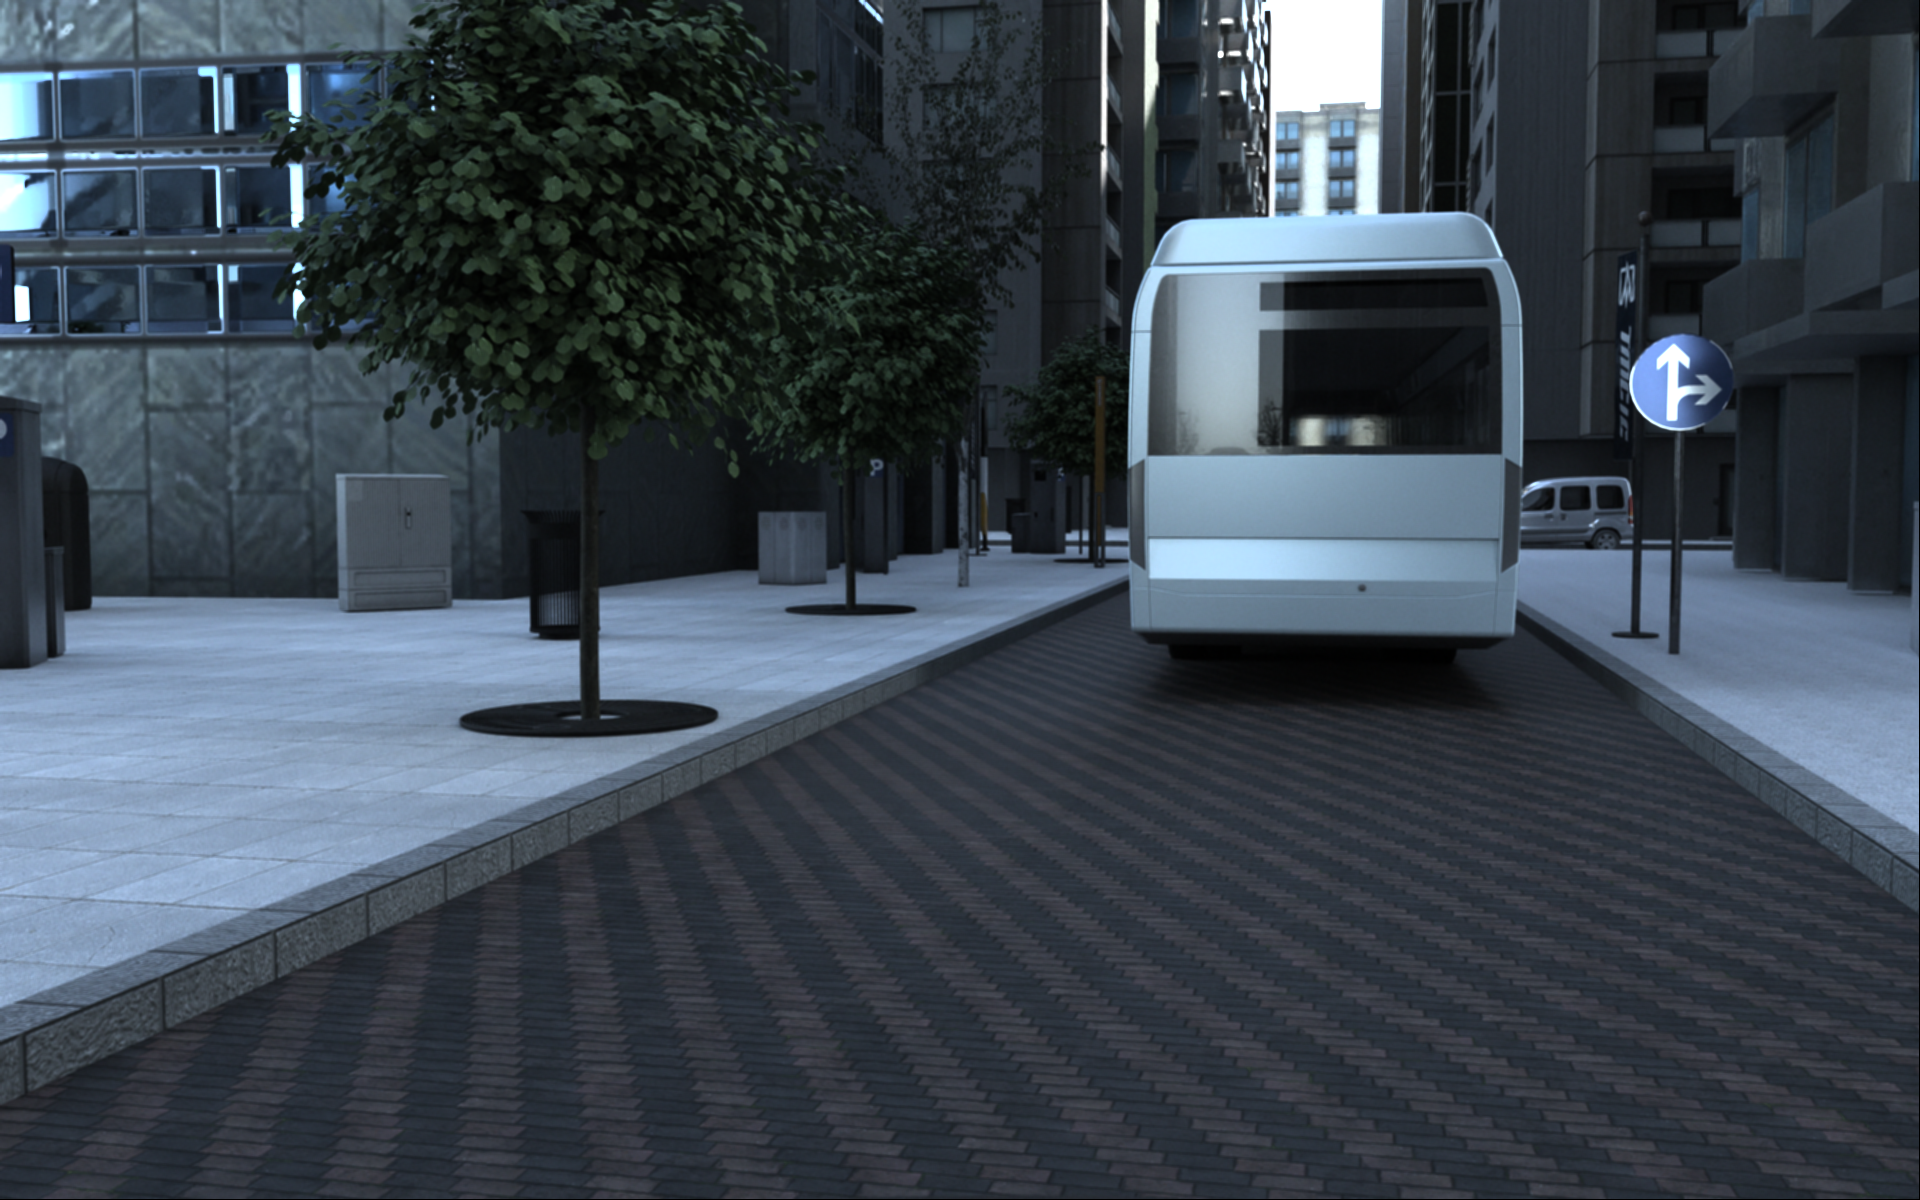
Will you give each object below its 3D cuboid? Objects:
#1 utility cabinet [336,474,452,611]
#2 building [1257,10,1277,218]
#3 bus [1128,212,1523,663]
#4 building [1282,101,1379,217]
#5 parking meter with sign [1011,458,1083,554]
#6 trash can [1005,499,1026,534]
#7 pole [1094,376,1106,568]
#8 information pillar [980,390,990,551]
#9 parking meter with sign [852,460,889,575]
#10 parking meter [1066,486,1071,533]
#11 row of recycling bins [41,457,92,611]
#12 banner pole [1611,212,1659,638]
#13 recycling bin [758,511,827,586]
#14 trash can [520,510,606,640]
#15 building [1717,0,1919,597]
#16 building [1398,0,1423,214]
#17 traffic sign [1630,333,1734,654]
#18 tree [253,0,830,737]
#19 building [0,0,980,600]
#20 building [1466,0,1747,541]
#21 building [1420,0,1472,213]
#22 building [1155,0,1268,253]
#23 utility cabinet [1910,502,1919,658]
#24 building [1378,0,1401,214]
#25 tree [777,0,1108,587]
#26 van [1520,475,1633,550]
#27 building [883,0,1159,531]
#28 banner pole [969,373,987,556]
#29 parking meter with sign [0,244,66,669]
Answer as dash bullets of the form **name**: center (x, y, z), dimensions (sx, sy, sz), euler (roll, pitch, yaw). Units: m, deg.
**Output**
- **utility cabinet**: center (-6.242, -0.640, 19.146), dimensions (1.173, 1.500, 0.318), euler (-3, 5, -40)
- **building**: center (21.801, -31.195, 160.140), dimensions (14.600, 45.320, 14.200), euler (1, 4, 12)
- **bus**: center (3.599, -1.414, 17.983), dimensions (2.948, 3.499, 13.247), euler (1, 4, 10)
- **building**: center (46.927, -36.366, 214.198), dimensions (30.456, 49.044, 23.786), euler (1, 4, 12)
- **parking meter with sign**: center (1.901, -2.510, 37.301), dimensions (1.738, 3.016, 0.543), euler (2, 4, 35)
- **trash can**: center (1.781, -2.684, 55.533), dimensions (0.748, 1.137, 0.748), euler (0, 3, 0)
- **pole**: center (2.432, -2.215, 30.055), dimensions (0.158, 3.312, 0.155), euler (0, 3, 0)
- **information pillar**: center (0.549, -2.909, 38.915), dimensions (0.183, 3.616, 0.504), euler (1, 4, 10)
- **parking meter with sign**: center (-1.424, -1.960, 28.313), dimensions (0.543, 3.016, 1.738), euler (-1, 4, -17)
- **parking meter**: center (3.456, -2.950, 56.638), dimensions (0.372, 1.533, 0.369), euler (0, 3, 0)
- **row of recycling bins**: center (-10.577, -0.660, 17.907), dimensions (1.069, 1.692, 3.534), euler (1, 4, 22)
- **banner pole**: center (6.075, -1.570, 15.695), dimensions (0.401, 3.779, 0.863), euler (0, 4, 0)
- **recycling bin**: center (-2.392, -0.745, 24.735), dimensions (0.722, 1.027, 0.722), euler (3, 4, 38)
- **trash can**: center (-3.526, -0.231, 15.429), dimensions (0.748, 1.137, 0.748), euler (0, 3, 0)
- **building**: center (21.355, -24.313, 17.125), dimensions (23.786, 49.044, 30.456), euler (1, 4, 12)
- **building**: center (39.858, -29.263, 128.568), dimensions (14.600, 45.320, 14.200), euler (1, 4, 12)
- **traffic sign**: center (5.735, -0.839, 13.830), dimensions (0.768, 2.556, 0.104), euler (1, 4, 18)
- **tree**: center (-2.027, -1.587, 9.653), dimensions (4.285, 4.588, 4.351), euler (0, 3, 0)
- **building**: center (-17.042, -43.955, 31.332), dimensions (31.000, 86.520, 22.319), euler (1, 4, 12)
- **building**: center (22.993, -22.513, 51.683), dimensions (14.086, 41.232, 14.154), euler (1, 4, 12)
- **building**: center (37.298, -40.881, 106.655), dimensions (20.563, 71.187, 20.611), euler (1, 4, 12)
- **building**: center (12.857, -31.750, 138.726), dimensions (23.786, 49.044, 30.456), euler (1, 4, 12)
- **utility cabinet**: center (7.864, -0.169, 13.929), dimensions (0.306, 1.237, 1.020), euler (2, 4, 25)
- **building**: center (53.384, -38.813, 176.583), dimensions (21.231, 58.520, 28.212), euler (1, 4, 12)
- **tree**: center (-0.190, -4.491, 23.787), dimensions (4.360, 8.622, 3.978), euler (0, 3, 0)
- **van**: center (14.036, -2.120, 41.678), dimensions (4.112, 2.044, 2.013), euler (1, 4, 13)
- **building**: center (-0.287, -23.306, 64.652), dimensions (14.154, 41.232, 14.086), euler (1, 4, 12)
- **banner pole**: center (0.306, -2.796, 35.729), dimensions (0.401, 3.779, 0.863), euler (1, 4, 16)
- **parking meter with sign**: center (-7.116, -1.019, 12.914), dimensions (0.543, 3.016, 1.738), euler (-1, 4, -16)
